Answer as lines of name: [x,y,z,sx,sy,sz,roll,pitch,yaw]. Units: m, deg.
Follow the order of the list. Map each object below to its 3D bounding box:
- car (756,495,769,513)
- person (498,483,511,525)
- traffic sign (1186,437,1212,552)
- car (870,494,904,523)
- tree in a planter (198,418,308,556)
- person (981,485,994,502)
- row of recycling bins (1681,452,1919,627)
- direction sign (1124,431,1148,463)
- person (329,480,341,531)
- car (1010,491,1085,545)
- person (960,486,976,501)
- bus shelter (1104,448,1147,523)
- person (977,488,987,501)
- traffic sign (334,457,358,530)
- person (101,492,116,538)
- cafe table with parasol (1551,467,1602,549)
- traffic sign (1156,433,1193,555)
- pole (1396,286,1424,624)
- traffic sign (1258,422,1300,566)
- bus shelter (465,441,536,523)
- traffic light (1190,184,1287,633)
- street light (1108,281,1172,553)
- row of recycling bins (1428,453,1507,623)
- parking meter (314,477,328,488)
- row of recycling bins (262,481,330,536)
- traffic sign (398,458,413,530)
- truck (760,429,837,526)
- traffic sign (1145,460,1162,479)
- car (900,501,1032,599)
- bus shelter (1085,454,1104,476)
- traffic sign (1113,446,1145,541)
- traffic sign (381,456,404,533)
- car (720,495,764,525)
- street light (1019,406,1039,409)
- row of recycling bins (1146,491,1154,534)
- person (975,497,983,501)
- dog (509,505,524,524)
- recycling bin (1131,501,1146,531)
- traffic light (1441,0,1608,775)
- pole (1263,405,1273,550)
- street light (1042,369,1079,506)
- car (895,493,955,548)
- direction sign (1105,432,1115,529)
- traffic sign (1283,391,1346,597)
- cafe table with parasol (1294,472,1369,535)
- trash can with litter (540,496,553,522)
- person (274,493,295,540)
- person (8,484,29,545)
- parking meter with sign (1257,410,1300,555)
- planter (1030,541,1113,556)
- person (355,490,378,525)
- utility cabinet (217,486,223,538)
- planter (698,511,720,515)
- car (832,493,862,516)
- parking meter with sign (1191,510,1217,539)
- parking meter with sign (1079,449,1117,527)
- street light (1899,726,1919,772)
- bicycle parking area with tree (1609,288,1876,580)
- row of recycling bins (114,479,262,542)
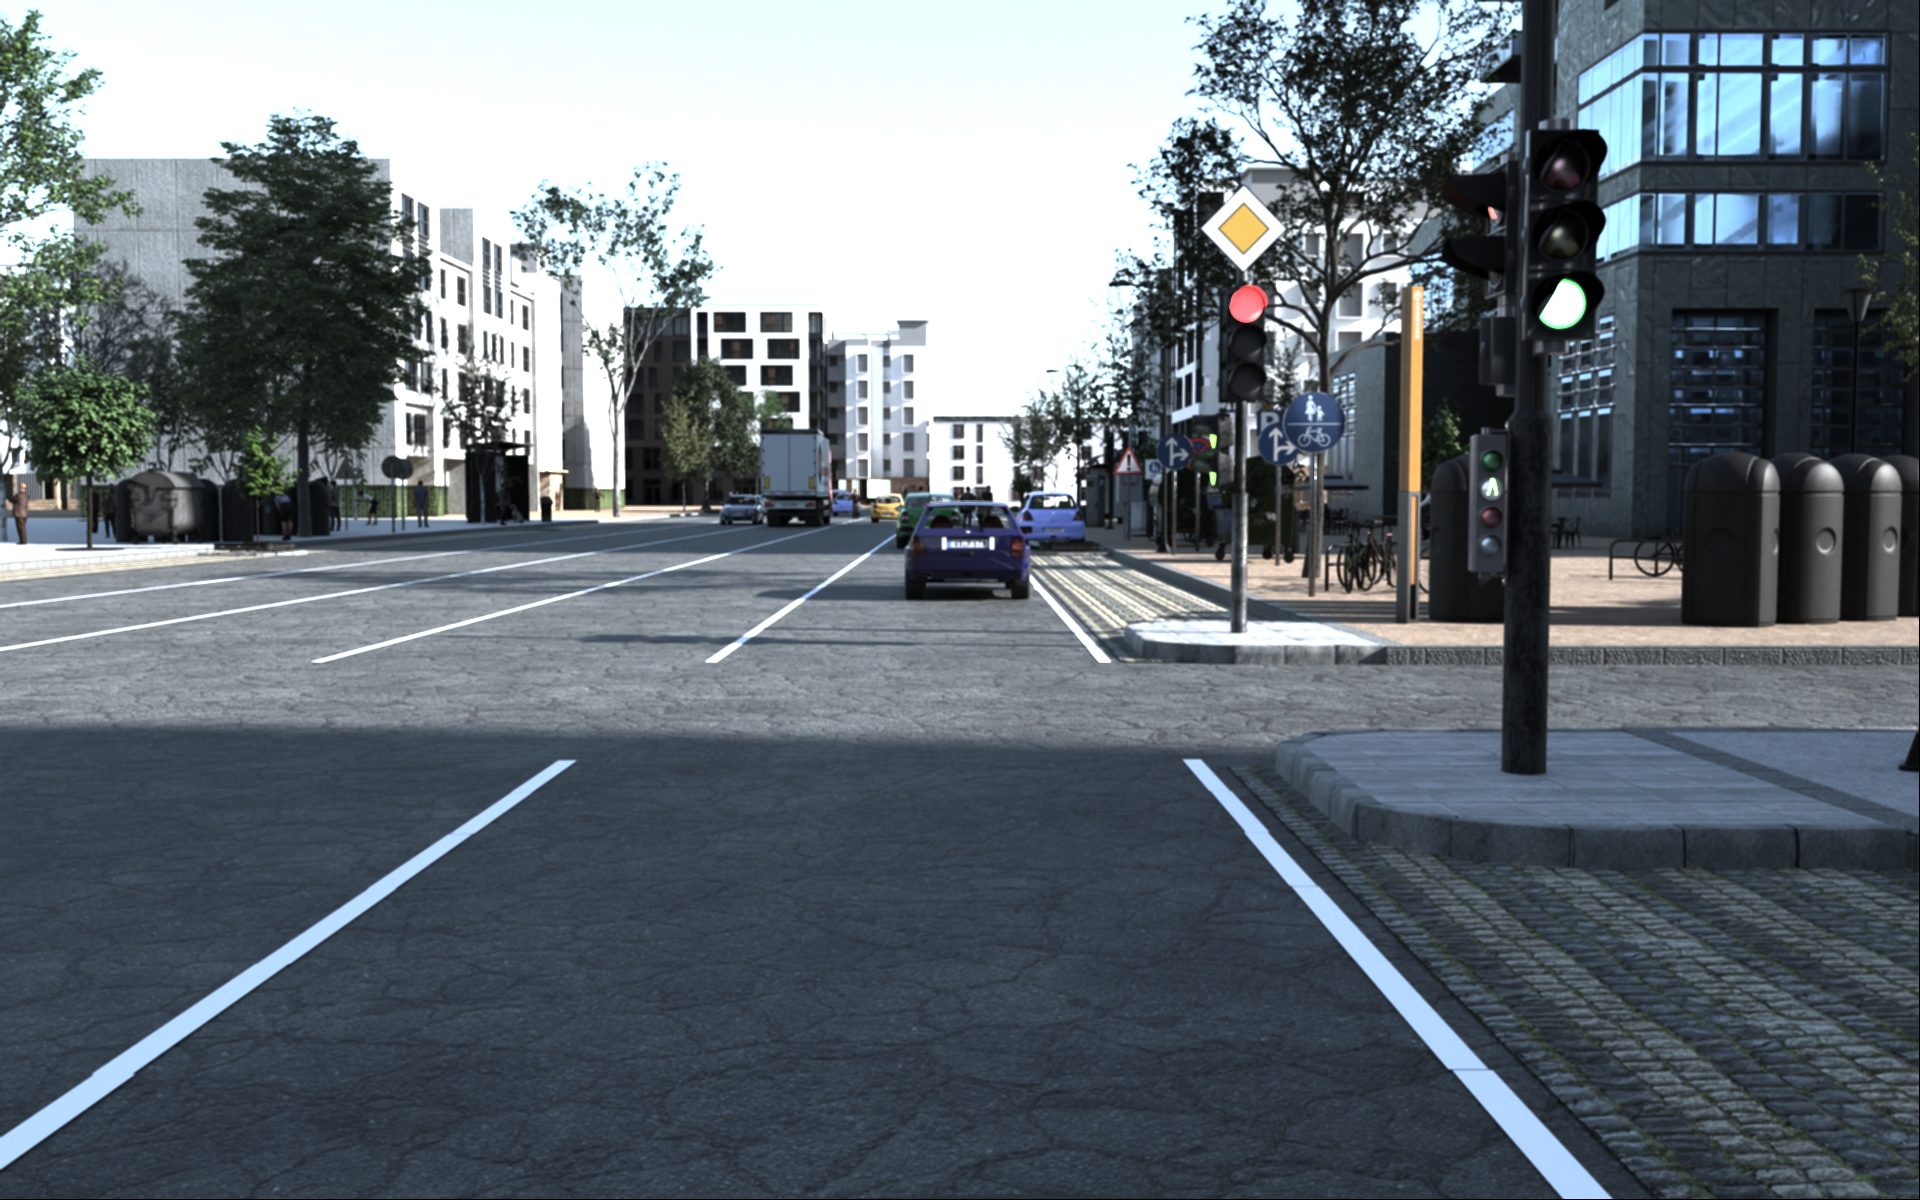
car: [-14.619,-6.789,123.362,2.083,1.381,4.827,0,4,-1]
person: [-18.739,-3.939,71.261,0.431,1.722,0.655,-2,4,-28]
traffic sign: [5.291,-2.351,38.542,0.768,2.556,0.104,0,4,4]
car: [-3.530,-4.700,87.062,2.015,1.641,3.980,0,4,1]
tree in a planter: [-16.524,-2.658,40.676,1.991,3.239,1.994,0,4,0]
person: [1.173,-3.982,73.739,0.598,1.807,0.434,-1,4,-17]
row of recycling bins: [8.770,-0.645,17.661,3.534,1.692,1.069,-2,4,-30]
direction sign: [6.299,-4.299,62.284,0.876,3.537,0.379,0,4,6]
person: [-21.832,-3.275,60.128,0.750,1.759,0.617,3,4,36]
car: [2.320,-2.213,45.768,1.945,1.707,3.694,0,4,-2]
person: [0.329,-3.413,65.127,0.655,1.722,0.431,2,4,34]
bus shelter: [7.420,-4.844,73.117,2.014,3.302,5.546,0,3,0]
person: [1.217,-4.880,88.825,0.750,1.759,0.617,-2,4,-25]
traffic sign: [-21.734,-3.748,61.291,0.884,2.594,0.081,0,4,7]
person: [-25.095,-2.519,51.130,0.435,1.345,0.340,-3,5,-43]
cafe table with parasol: [13.833,-2.213,41.042,2.610,1.966,2.610,-3,5,-44]
traffic sign: [4.490,-2.212,36.268,0.768,2.556,0.104,0,4,8]
pole: [4.452,-1.425,17.134,0.158,3.312,0.155,0,3,0]
traffic sign: [5.687,-1.886,30.936,0.768,2.556,0.104,0,4,1]
bus shelter: [-21.009,-5.393,79.459,1.731,3.624,6.357,0,4,0]
traffic light: [2.559,-1.650,15.903,0.839,4.253,0.868,0,4,0]
street light: [3.932,-3.996,37.876,1.470,5.913,1.316,0,4,0]
row of recycling bins: [5.666,-0.717,18.828,1.069,1.692,3.534,1,4,22]
parking meter: [-21.445,-3.208,58.155,0.255,1.863,0.399,3,5,41]
row of recycling bins: [-21.082,-2.875,54.114,3.534,1.692,1.069,2,4,28]
traffic sign: [-19.875,-3.772,61.776,0.768,2.556,0.104,0,4,5]
truck: [-7.393,-5.566,79.917,2.839,4.237,11.283,0,4,-1]
traffic sign: [5.723,-2.981,50.864,0.606,2.300,0.079,0,4,3]
car: [0.093,-0.759,24.982,1.945,1.354,3.894,0,4,0]
bus shelter: [7.454,-5.721,87.459,2.014,3.302,5.546,0,3,0]
traffic sign: [4.568,-2.869,46.904,0.884,2.594,0.081,0,4,4]
traffic sign: [-18.774,-3.500,57.332,0.768,2.556,0.104,0,4,4]
car: [-10.352,-4.306,82.412,2.014,1.417,4.499,0,4,-1]
street light: [3.818,-7.248,91.053,1.470,5.913,1.316,0,4,0]
row of recycling bins: [6.864,-2.961,55.533,1.069,1.692,3.534,2,4,25]
person: [0.694,-2.905,59.903,0.435,1.345,0.340,3,5,45]
dog: [-19.208,-3.729,75.341,0.513,0.831,0.800,-3,5,-42]
recycling bin: [6.397,-2.970,61.116,0.722,1.027,0.722,-3,5,-40]
traffic light: [0.489,-2.025,7.770,4.771,5.953,1.251,0,4,0]
pole: [7.052,-2.799,39.603,0.158,3.312,0.155,0,3,0]
street light: [3.870,-5.635,64.668,1.470,5.913,1.316,0,4,0]
car: [-0.807,-2.347,47.162,1.959,1.807,4.718,0,4,-1]
direction sign: [5.497,-4.369,63.437,0.379,3.537,0.876,1,4,22]
traffic sign: [4.404,-1.314,21.595,0.768,2.556,0.104,1,4,8]
cafe table with parasol: [11.697,-3.050,54.737,2.610,1.966,2.610,-3,4,-38]
trash can with litter: [-18.991,-4.187,79.852,0.624,1.170,1.055,-1,4,-21]
person: [-18.726,-2.367,47.974,0.697,1.427,0.421,3,4,36]
person: [-23.861,-2.178,43.928,0.388,1.546,0.482,0,4,3]
parking meter with sign: [6.806,-2.480,36.811,0.543,3.016,1.738,2,4,26]
planter: [2.524,-1.195,40.677,1.991,0.319,1.994,0,4,0]
person: [-24.466,-3.811,71.548,0.628,1.438,0.799,3,4,36]
utility cabinet: [-21.333,-2.505,49.636,1.173,1.500,0.318,-1,4,-9]
planter: [-16.738,-5.942,118.295,1.991,0.319,1.994,0,4,0]
car: [-7.449,-6.376,113.844,1.945,1.707,3.694,0,4,-1]
parking meter with sign: [7.101,-3.233,49.122,1.738,3.016,0.543,1,4,16]
parking meter with sign: [5.268,-4.340,67.224,0.543,3.016,1.738,-3,5,-43]
street light: [4.004,-2.163,7.908,1.470,5.913,1.316,0,4,0]
bicycle parking area with tree: [14.390,-2.389,26.065,8.231,4.147,9.016,-2,4,-34]
row of recycling bins: [-20.844,-2.412,46.550,3.534,1.692,1.069,-1,4,-8]
